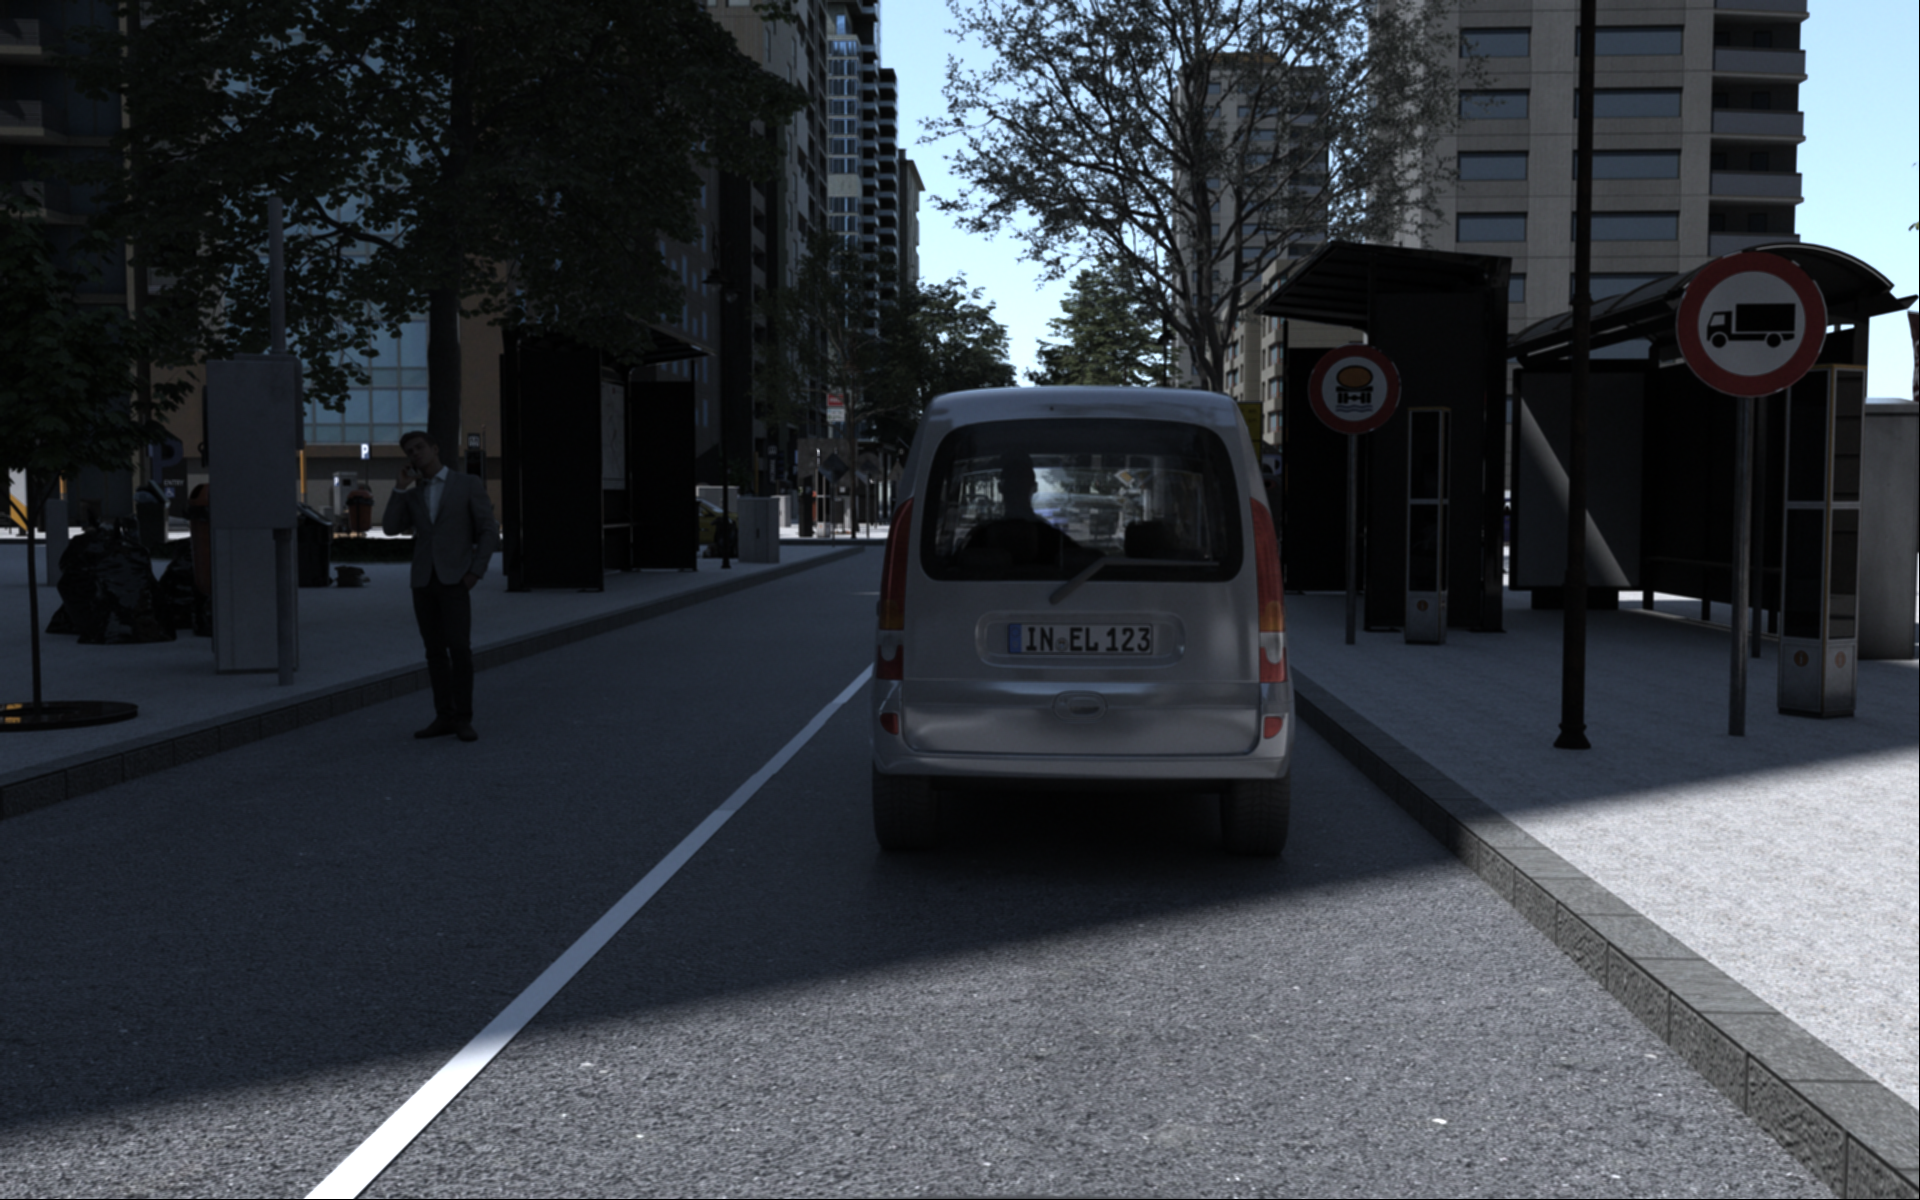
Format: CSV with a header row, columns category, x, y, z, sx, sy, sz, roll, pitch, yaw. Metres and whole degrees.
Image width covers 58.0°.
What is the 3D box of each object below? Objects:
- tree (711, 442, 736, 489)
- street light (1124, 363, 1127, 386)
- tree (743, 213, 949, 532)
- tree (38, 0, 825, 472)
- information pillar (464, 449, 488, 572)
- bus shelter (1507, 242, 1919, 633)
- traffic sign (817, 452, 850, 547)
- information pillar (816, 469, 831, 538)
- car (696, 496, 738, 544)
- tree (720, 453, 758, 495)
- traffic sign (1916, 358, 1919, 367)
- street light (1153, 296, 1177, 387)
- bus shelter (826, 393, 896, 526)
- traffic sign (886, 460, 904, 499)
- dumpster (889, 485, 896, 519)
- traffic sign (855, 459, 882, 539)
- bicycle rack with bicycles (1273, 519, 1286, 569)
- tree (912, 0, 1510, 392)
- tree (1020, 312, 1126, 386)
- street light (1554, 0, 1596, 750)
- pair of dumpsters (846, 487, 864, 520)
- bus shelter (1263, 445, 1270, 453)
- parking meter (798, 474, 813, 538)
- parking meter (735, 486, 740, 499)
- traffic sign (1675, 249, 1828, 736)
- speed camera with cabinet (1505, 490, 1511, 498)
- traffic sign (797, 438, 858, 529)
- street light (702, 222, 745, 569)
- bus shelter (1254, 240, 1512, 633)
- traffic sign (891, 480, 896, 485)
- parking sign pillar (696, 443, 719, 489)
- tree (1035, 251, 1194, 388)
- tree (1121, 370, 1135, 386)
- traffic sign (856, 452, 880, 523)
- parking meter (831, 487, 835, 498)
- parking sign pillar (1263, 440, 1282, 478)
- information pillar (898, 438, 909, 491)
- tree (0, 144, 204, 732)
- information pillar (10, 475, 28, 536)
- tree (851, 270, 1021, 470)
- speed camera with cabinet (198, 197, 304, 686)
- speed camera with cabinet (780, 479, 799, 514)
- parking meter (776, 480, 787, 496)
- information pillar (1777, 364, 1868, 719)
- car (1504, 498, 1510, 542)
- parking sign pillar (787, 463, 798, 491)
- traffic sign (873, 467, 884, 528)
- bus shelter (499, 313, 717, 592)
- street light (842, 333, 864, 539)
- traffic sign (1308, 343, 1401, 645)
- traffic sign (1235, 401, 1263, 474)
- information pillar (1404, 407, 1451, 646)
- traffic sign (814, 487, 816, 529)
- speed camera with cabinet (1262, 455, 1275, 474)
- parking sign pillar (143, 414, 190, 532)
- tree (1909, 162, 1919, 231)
category,x,y,z,sx,sy,sz,roll,pitch,yaw
tree,-15.447,-7.584,107.717,4.285,4.588,4.351,0,3,0
street light,5.815,-5.399,61.055,0.468,5.910,1.993,0,4,3
tree,-3.868,-7.572,58.210,7.601,10.594,8.767,0,4,1
tree,-4.831,-6.074,17.437,7.486,12.596,7.792,0,3,0
information pillar,-7.979,-1.472,28.567,0.304,2.012,0.304,0,4,-5
bus shelter,6.793,-1.393,16.707,2.014,3.302,5.546,0,4,3
traffic sign,-3.044,-2.325,41.655,0.795,2.450,0.064,0,4,3
information pillar,-3.985,-2.821,50.620,0.304,2.012,0.304,2,4,33
car,-7.203,-2.189,46.019,3.980,1.641,2.015,0,4,3
tree,-10.565,-5.351,82.087,1.663,3.219,1.824,0,3,0
traffic sign,4.429,-0.441,7.209,0.884,2.594,0.081,1,4,9
street light,4.764,-4.130,40.317,0.468,5.910,1.993,0,4,3
bus shelter,-4.087,-5.735,71.401,2.179,5.291,8.768,0,4,3
traffic sign,-2.401,-4.048,66.182,0.884,2.594,0.081,1,4,12
dumpster,-3.173,-5.199,90.766,1.264,1.857,1.865,0,4,3
traffic sign,-2.633,-2.813,49.630,0.795,2.450,0.064,0,4,3
bicycle rack with bicycles,5.069,-0.664,24.242,2.925,0.926,2.852,-2,4,-23
tree,4.166,-7.227,28.525,12.009,13.543,11.850,0,3,0
tree,12.048,-19.657,177.288,12.611,20.169,13.585,0,3,0
street light,3.104,-2.191,8.603,0.468,5.910,1.993,0,4,3
pair of dumpsters,-4.417,-4.681,79.027,1.574,2.255,4.437,0,4,3
bus shelter,10.080,-4.292,64.090,2.014,3.302,5.546,0,4,3
parking meter,-4.576,-2.786,51.260,0.399,1.863,0.255,-3,5,-43
parking meter,-7.371,-2.948,56.618,0.372,1.533,0.369,0,3,0
traffic sign,4.133,-0.552,9.137,0.768,2.556,0.104,0,4,5
speed camera with cabinet,23.765,-5.060,77.062,2.038,3.252,0.660,0,4,2
traffic sign,-4.828,-4.234,63.098,2.265,3.308,0.079,1,4,10
street light,-4.041,-3.483,29.738,0.468,5.910,1.993,0,4,3
bus shelter,4.450,-1.701,19.099,1.731,3.624,6.357,0,4,3
traffic sign,-2.898,-4.683,78.694,0.606,2.300,0.079,1,4,13
parking sign pillar,-13.266,-6.245,90.581,1.447,3.967,1.447,-2,4,-28
tree,6.980,-10.001,81.643,7.486,12.596,7.792,0,3,0
tree,8.708,-9.429,104.527,4.737,8.622,4.395,0,3,0
traffic sign,-2.826,-3.236,53.012,0.768,2.556,0.104,1,4,10
parking meter,-5.585,-4.262,75.397,0.255,1.863,0.399,-2,4,-24
parking sign pillar,15.519,-5.919,85.251,1.447,3.967,1.447,0,4,-1
information pillar,-2.368,-4.972,72.641,0.504,3.616,0.183,1,4,21
tree,-5.151,-0.919,9.621,1.663,3.219,1.824,0,3,0
information pillar,-28.484,-3.733,52.382,0.504,3.616,0.183,0,4,1
tree,-1.689,-11.742,98.633,9.857,13.997,8.962,0,3,0
speed camera with cabinet,-5.005,-1.094,12.222,0.660,3.252,2.038,-1,4,-22
speed camera with cabinet,-10.769,-7.089,110.245,2.038,3.252,0.660,3,5,43
parking meter,-7.156,-3.905,69.557,0.399,1.863,0.255,-2,4,-32
information pillar,4.964,-0.336,9.984,0.304,2.012,0.304,-2,4,-28
car,14.090,-2.020,45.600,3.894,1.354,1.945,0,4,5
parking sign pillar,-11.102,-7.920,117.970,1.447,3.967,1.447,-1,4,-21
traffic sign,-3.147,-3.822,64.621,0.606,2.300,0.079,0,4,4
bus shelter,-5.028,-2.103,25.670,1.731,3.624,6.357,0,4,3
street light,-3.070,-4.712,49.823,0.468,5.910,1.993,0,4,3
traffic sign,3.337,-0.894,14.726,0.768,2.556,0.104,1,4,8
traffic sign,5.504,-2.706,38.114,2.265,3.308,0.079,0,4,7
information pillar,3.990,-0.630,14.785,0.304,2.012,0.304,2,4,27
traffic sign,-5.373,-3.926,64.199,0.884,2.594,0.081,1,4,8
speed camera with cabinet,6.428,-2.838,40.739,2.038,3.252,0.660,-2,4,-28
parking sign pillar,-27.007,-4.308,58.909,1.447,3.967,1.447,3,4,37
tree,13.525,-4.258,19.989,4.737,8.622,4.395,0,3,0
